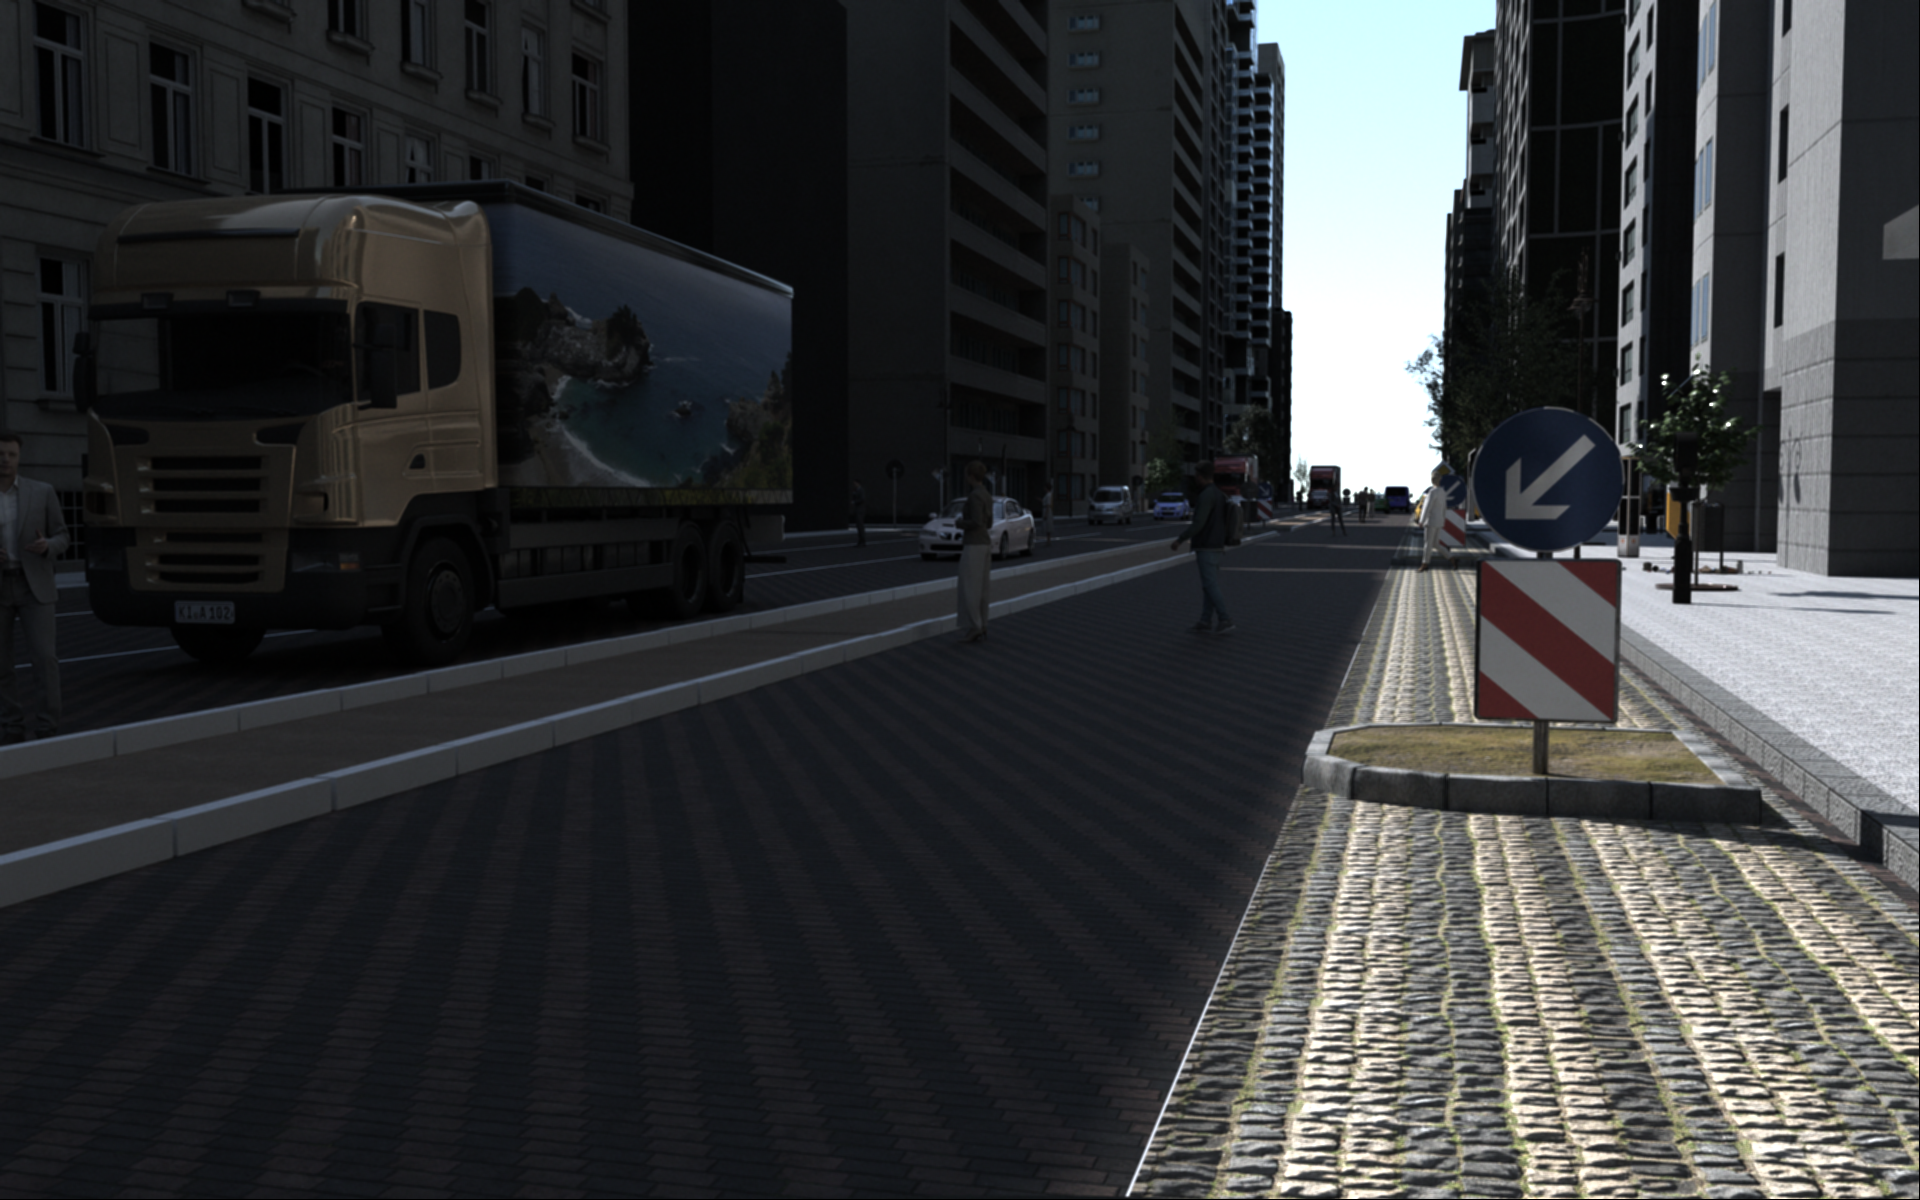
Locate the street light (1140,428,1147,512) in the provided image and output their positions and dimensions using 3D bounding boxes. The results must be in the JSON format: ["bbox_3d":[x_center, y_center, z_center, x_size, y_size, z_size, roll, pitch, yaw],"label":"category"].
[{"bbox_3d":[12.834,-9.092,121.435,0.468,5.910,1.993,1,4,15],"label":"street light"}]

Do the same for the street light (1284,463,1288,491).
[{"bbox_3d":[47.078,-16.970,250.242,0.468,5.910,1.993,1,4,15],"label":"street light"}]

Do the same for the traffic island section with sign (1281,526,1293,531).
[{"bbox_3d":[11.929,-3.635,67.565,2.006,1.907,1.989,1,4,15],"label":"traffic island section with sign"}]

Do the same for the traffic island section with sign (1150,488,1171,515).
[{"bbox_3d":[14.137,-6.735,118.749,1.989,1.847,2.006,1,4,15],"label":"traffic island section with sign"}]

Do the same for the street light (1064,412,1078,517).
[{"bbox_3d":[6.134,-7.527,95.858,0.468,5.910,1.993,1,4,15],"label":"street light"}]

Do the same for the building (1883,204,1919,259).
[{"bbox_3d":[16.248,-23.301,0.586,23.786,49.044,30.456,1,4,15],"label":"building"}]

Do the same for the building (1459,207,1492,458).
[{"bbox_3d":[57.876,-24.665,174.981,14.160,30.474,14.107,1,4,15],"label":"building"}]

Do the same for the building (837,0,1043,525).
[{"bbox_3d":[-8.221,-28.131,83.651,21.300,48.544,21.600,1,4,15],"label":"building"}]

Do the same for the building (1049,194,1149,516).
[{"bbox_3d":[-3.139,-16.662,117.467,27.650,21.520,28.899,1,4,15],"label":"building"}]

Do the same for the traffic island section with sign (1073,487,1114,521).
[{"bbox_3d":[7.198,-5.142,92.698,1.989,1.847,2.006,1,4,15],"label":"traffic island section with sign"}]

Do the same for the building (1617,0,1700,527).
[{"bbox_3d":[33.929,-18.103,67.679,14.107,30.474,14.160,1,4,15],"label":"building"}]

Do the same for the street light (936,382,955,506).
[{"bbox_3d":[-0.586,-6.029,71.357,0.468,5.910,1.993,1,4,15],"label":"street light"}]

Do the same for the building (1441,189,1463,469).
[{"bbox_3d":[88.895,-40.055,278.598,21.300,48.544,21.600,1,4,15],"label":"building"}]

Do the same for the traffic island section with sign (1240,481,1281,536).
[{"bbox_3d":[10.014,-3.197,60.408,2.006,1.907,1.989,1,4,15],"label":"traffic island section with sign"}]

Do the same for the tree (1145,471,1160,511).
[{"bbox_3d":[14.298,-8.411,132.124,1.663,3.219,1.824,0,3,0],"label":"tree"}]

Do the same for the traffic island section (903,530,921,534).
[{"bbox_3d":[-0.707,-2.491,63.007,2.009,0.180,2.903,1,4,15],"label":"traffic island section"}]

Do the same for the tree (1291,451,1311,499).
[{"bbox_3d":[57.927,-20.971,293.231,4.360,8.622,3.978,0,3,0],"label":"tree"}]

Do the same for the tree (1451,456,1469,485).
[{"bbox_3d":[39.529,-9.202,134.168,4.285,4.588,4.351,0,3,0],"label":"tree"}]

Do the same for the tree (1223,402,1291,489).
[{"bbox_3d":[36.554,-18.223,214.946,9.611,12.733,9.660,0,3,0],"label":"tree"}]

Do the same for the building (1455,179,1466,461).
[{"bbox_3d":[78.462,-35.368,232.887,22.147,44.769,28.867,1,4,15],"label":"building"}]

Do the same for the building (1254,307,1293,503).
[{"bbox_3d":[43.080,-30.146,264.591,14.160,30.474,14.107,1,4,15],"label":"building"}]

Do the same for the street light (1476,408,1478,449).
[{"bbox_3d":[26.270,-7.057,88.166,0.468,5.910,1.993,1,4,15],"label":"street light"}]

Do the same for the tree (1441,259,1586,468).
[{"bbox_3d":[17.333,-6.302,53.403,4.737,8.622,4.395,0,3,0],"label":"tree"}]

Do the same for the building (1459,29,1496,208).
[{"bbox_3d":[70.346,-36.915,192.804,28.713,52.752,27.495,1,4,15],"label":"building"}]

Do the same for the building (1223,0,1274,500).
[{"bbox_3d":[33.291,-56.814,241.579,22.319,86.520,31.000,1,4,15],"label":"building"}]

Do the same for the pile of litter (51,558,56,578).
[{"bbox_3d":[-13.294,-0.627,24.215,1.176,0.858,1.719,0,4,-2],"label":"pile of litter"}]

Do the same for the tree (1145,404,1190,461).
[{"bbox_3d":[16.720,-11.635,140.602,4.737,8.622,4.395,0,3,0],"label":"tree"}]

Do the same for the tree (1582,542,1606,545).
[{"bbox_3d":[15.913,-3.015,43.899,1.663,3.219,1.824,0,3,0],"label":"tree"}]

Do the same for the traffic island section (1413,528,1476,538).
[{"bbox_3d":[16.342,-2.214,58.481,2.009,0.180,2.903,1,4,15],"label":"traffic island section"}]

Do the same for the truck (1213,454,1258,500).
[{"bbox_3d":[19.550,-8.215,123.228,2.839,4.237,11.283,1,4,14],"label":"truck"}]

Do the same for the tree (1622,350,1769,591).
[{"bbox_3d":[9.971,-1.761,23.391,1.663,3.219,1.824,0,3,0],"label":"tree"}]

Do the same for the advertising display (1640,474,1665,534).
[{"bbox_3d":[22.185,-3.077,55.517,0.974,1.923,0.123,-2,4,-25],"label":"advertising display"}]

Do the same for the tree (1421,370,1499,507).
[{"bbox_3d":[42.408,-13.327,143.653,9.928,11.665,9.643,0,3,0],"label":"tree"}]

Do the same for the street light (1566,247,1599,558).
[{"bbox_3d":[11.671,-3.658,32.588,0.468,5.910,1.993,1,4,15],"label":"street light"}]

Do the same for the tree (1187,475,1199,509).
[{"bbox_3d":[20.699,-9.634,152.124,1.663,3.219,1.824,0,3,0],"label":"tree"}]

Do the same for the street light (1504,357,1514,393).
[{"bbox_3d":[18.274,-5.180,57.481,0.468,5.910,1.993,1,4,15],"label":"street light"}]

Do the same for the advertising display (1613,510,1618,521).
[{"bbox_3d":[31.282,-4.721,82.409,0.974,1.923,0.123,0,4,-5],"label":"advertising display"}]

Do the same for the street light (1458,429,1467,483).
[{"bbox_3d":[32.955,-8.573,112.949,0.468,5.910,1.993,1,4,15],"label":"street light"}]

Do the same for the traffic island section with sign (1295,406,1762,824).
[{"bbox_3d":[2.749,0.001,8.620,1.989,1.847,2.006,1,4,15],"label":"traffic island section with sign"}]

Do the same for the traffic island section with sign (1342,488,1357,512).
[{"bbox_3d":[31.249,-8.076,140.186,2.006,1.907,1.989,1,4,15],"label":"traffic island section with sign"}]

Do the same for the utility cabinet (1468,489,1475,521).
[{"bbox_3d":[24.060,-4.450,81.443,0.318,1.500,1.173,1,4,15],"label":"utility cabinet"}]

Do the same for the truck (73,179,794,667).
[{"bbox_3d":[-4.651,-1.775,17.936,2.839,4.237,11.283,1,4,13],"label":"truck"}]

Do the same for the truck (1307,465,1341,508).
[{"bbox_3d":[36.175,-11.182,171.745,2.839,4.237,11.283,1,4,16],"label":"truck"}]

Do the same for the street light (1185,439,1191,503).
[{"bbox_3d":[19.170,-10.553,145.331,0.468,5.910,1.993,1,4,15],"label":"street light"}]

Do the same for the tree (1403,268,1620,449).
[{"bbox_3d":[22.519,-8.348,70.905,8.767,10.594,7.601,1,4,12],"label":"tree"}]

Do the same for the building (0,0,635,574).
[{"bbox_3d":[-19.734,-12.383,35.745,16.112,22.955,30.059,1,4,15],"label":"building"}]

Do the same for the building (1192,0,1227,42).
[{"bbox_3d":[22.000,-46.571,199.687,20.563,71.187,20.611,1,4,15],"label":"building"}]

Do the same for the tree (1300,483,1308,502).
[{"bbox_3d":[58.941,-18.585,298.467,1.663,3.219,1.824,0,3,0],"label":"tree"}]

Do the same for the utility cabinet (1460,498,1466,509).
[{"bbox_3d":[32.354,-6.136,111.477,0.306,1.237,1.020,1,4,11],"label":"utility cabinet"}]

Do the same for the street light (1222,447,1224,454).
[{"bbox_3d":[25.912,-12.099,170.612,0.468,5.910,1.993,1,4,15],"label":"street light"}]

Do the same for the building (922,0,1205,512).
[{"bbox_3d":[10.002,-32.592,156.586,21.300,48.544,21.600,1,4,15],"label":"building"}]

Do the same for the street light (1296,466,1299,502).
[{"bbox_3d":[53.539,-18.472,274.812,0.468,5.910,1.993,1,4,15],"label":"street light"}]

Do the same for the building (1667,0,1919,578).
[{"bbox_3d":[27.214,-30.211,35.945,21.231,58.520,28.212,1,4,15],"label":"building"}]

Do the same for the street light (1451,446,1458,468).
[{"bbox_3d":[39.585,-10.096,137.858,0.468,5.910,1.993,1,4,15],"label":"street light"}]

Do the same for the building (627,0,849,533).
[{"bbox_3d":[-13.257,-13.981,58.274,15.834,23.373,12.332,1,4,15],"label":"building"}]

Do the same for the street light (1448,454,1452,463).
[{"bbox_3d":[46.071,-11.580,162.116,0.468,5.910,1.993,1,4,15],"label":"street light"}]

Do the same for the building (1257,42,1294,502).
[{"bbox_3d":[43.987,-51.577,281.536,20.563,71.187,20.611,1,4,15],"label":"building"}]
